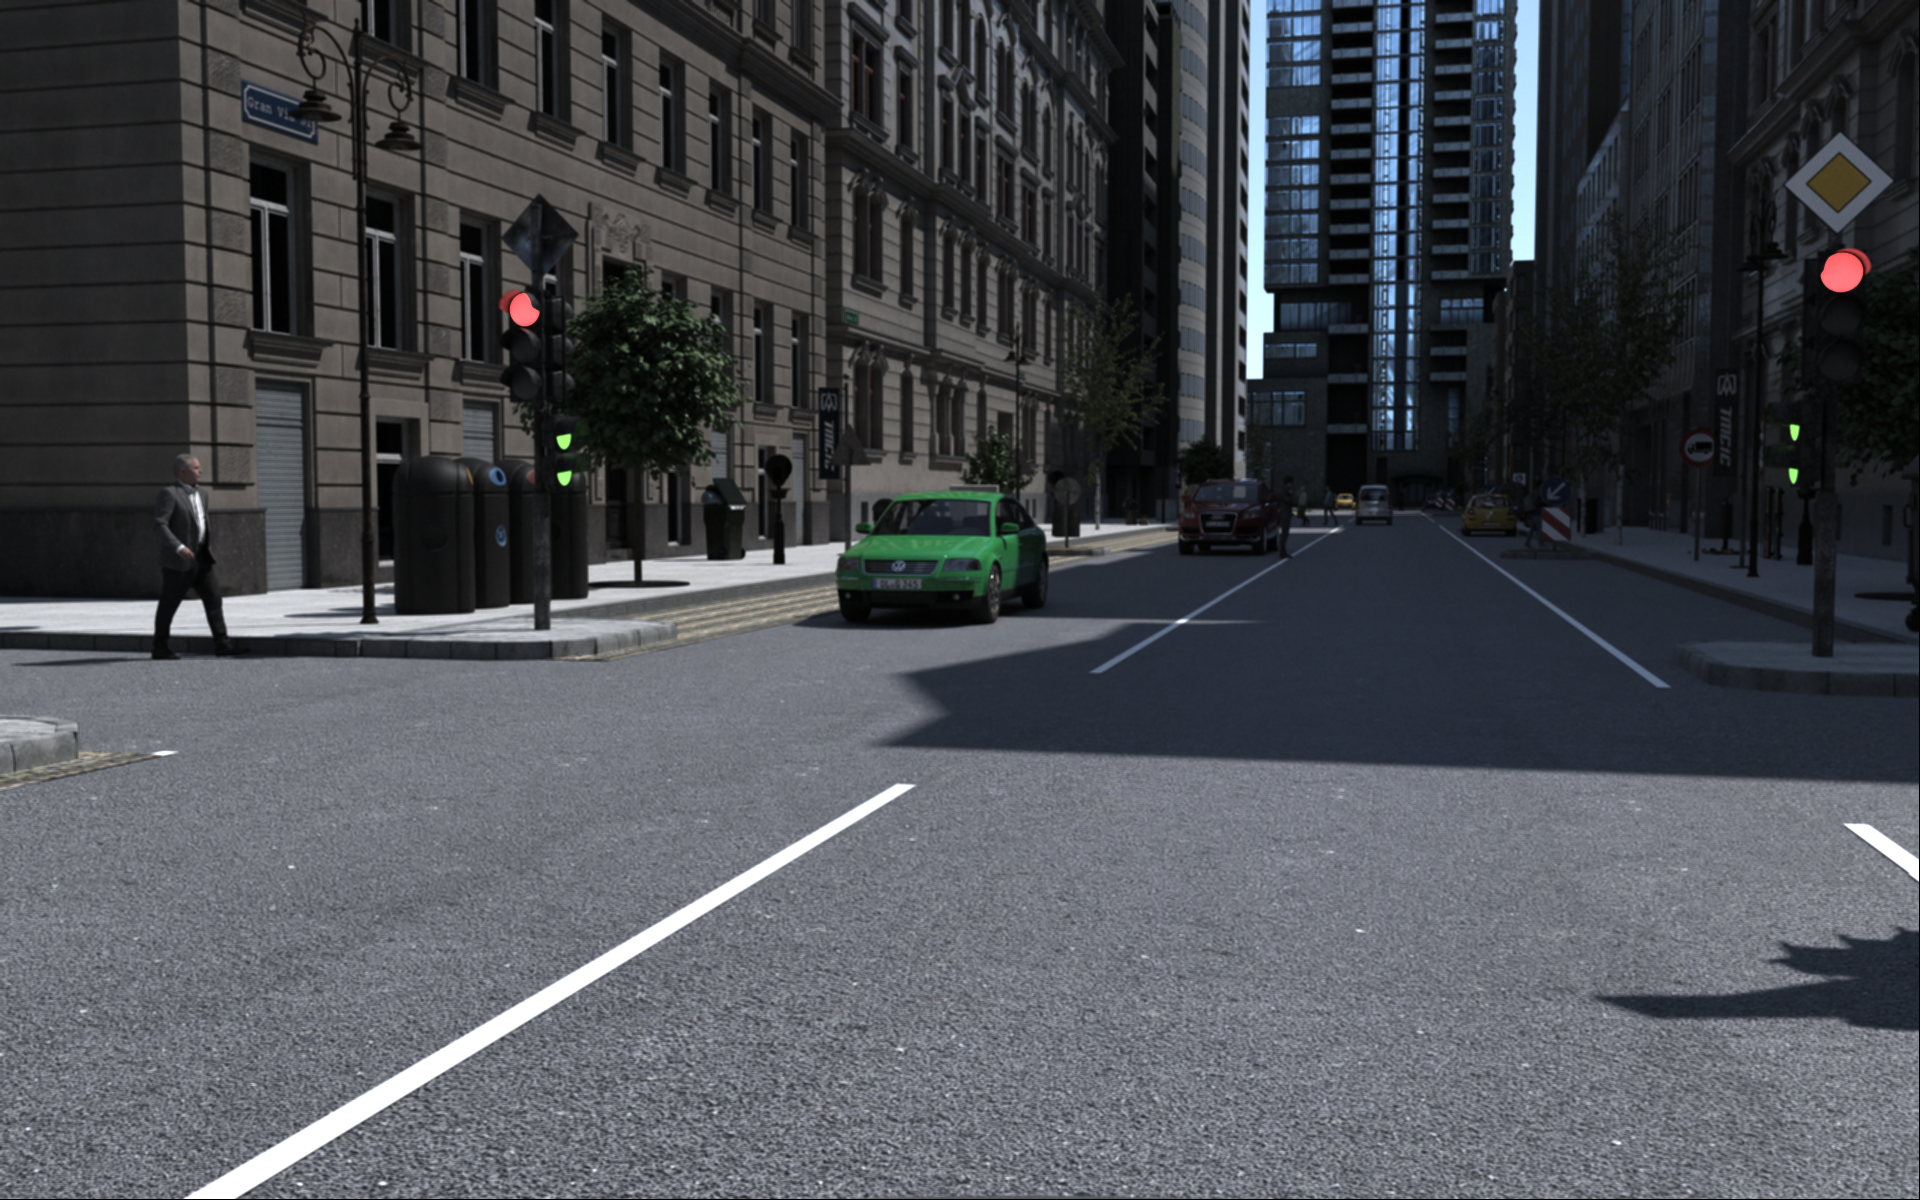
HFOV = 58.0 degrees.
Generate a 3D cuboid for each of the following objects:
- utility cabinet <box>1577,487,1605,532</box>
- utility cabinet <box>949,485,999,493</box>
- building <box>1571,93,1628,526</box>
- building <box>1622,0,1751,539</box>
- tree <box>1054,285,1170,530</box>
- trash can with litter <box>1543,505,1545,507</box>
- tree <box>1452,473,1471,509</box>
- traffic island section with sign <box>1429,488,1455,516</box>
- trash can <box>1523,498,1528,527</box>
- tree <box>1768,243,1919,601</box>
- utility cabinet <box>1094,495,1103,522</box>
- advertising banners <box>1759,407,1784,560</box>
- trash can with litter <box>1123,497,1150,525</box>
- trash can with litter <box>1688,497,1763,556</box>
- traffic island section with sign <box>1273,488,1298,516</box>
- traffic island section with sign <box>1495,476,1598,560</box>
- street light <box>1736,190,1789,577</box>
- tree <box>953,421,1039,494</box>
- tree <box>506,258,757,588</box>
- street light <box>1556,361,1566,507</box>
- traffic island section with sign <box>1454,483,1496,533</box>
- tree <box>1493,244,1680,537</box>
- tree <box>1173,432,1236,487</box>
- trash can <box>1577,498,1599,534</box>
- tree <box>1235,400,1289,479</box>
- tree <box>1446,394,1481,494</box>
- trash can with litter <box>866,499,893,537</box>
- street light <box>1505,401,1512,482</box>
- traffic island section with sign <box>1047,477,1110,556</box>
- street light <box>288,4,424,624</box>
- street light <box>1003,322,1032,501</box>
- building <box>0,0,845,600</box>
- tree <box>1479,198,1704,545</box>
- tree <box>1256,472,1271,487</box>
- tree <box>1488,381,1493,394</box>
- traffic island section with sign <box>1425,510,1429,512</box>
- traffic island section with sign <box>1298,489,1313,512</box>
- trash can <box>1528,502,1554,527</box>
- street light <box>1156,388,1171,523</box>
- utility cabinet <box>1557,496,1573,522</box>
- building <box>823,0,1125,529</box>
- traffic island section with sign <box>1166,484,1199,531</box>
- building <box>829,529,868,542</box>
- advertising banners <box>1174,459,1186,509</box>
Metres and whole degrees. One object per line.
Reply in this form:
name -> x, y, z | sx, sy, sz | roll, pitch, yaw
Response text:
utility cabinet -> 20.924, -2.984, 57.462 | 1.173, 1.500, 0.318 | -3, 5, -40
utility cabinet -> 0.345, -2.042, 42.067 | 1.173, 1.500, 0.318 | 1, 4, 12
building -> 33.297, -13.530, 75.971 | 10.420, 20.320, 16.860 | 1, 4, 14
building -> 29.700, -14.637, 57.344 | 12.078, 24.808, 19.932 | 1, 4, 14
tree -> 5.151, -6.831, 62.055 | 4.737, 8.622, 4.395 | 0, 3, 0
trash can with litter -> 21.858, -3.235, 64.281 | 1.055, 1.170, 0.624 | 1, 4, 18
tree -> 44.157, -9.684, 152.934 | 1.663, 3.219, 1.824 | 0, 3, 0
traffic island section with sign -> 31.692, -6.352, 112.490 | 1.989, 1.847, 2.006 | 1, 4, 14
trash can -> 22.014, -3.360, 66.590 | 0.748, 1.137, 0.748 | 0, 3, 0
tree -> 11.817, -2.297, 21.263 | 4.285, 4.588, 4.351 | 0, 3, 0
utility cabinet -> 6.282, -4.129, 78.674 | 0.306, 1.237, 1.020 | 1, 4, 12
advertising banners -> 16.024, -2.330, 34.280 | 0.090, 3.025, 2.074 | 1, 4, 13
trash can with litter -> 7.296, -3.680, 71.554 | 1.055, 1.170, 0.624 | 0, 4, -6
trash can with litter -> 16.562, -1.602, 37.248 | 1.678, 1.210, 2.233 | 1, 4, 20
traffic island section with sign -> 21.245, -6.525, 115.310 | 1.989, 1.847, 2.006 | 1, 4, 14
traffic island section with sign -> 13.154, -1.844, 38.771 | 1.989, 1.847, 2.006 | 1, 4, 14
street light -> 12.290, -3.295, 26.669 | 0.468, 5.910, 1.993 | 1, 4, 14
tree -> 0.899, -3.037, 44.249 | 1.663, 3.219, 1.824 | 0, 3, 0
tree -> -4.444, -2.476, 24.200 | 4.285, 4.588, 4.351 | 0, 3, 0
street light -> 19.447, -5.076, 55.781 | 0.468, 5.910, 1.993 | 1, 4, 14
traffic island section with sign -> 19.888, -3.481, 65.537 | 1.989, 1.847, 2.006 | 1, 4, 14
tree -> 18.487, -6.144, 50.820 | 4.360, 8.622, 3.978 | 0, 3, 0
tree -> 12.869, -6.618, 91.923 | 4.285, 4.588, 4.351 | 0, 3, 0
trash can -> 20.253, -2.706, 55.904 | 0.748, 1.137, 0.748 | 0, 3, 0
tree -> 23.403, -11.323, 135.488 | 4.360, 8.622, 3.978 | 0, 3, 0
tree -> 37.239, -10.689, 125.134 | 4.737, 8.622, 4.395 | 0, 3, 0
trash can with litter -> -1.904, -1.904, 42.523 | 0.624, 1.170, 1.055 | 1, 4, 16
street light -> 26.836, -6.853, 84.834 | 0.468, 5.910, 1.993 | 1, 4, 14
traffic island section with sign -> 2.477, -1.958, 40.636 | 1.989, 1.847, 2.006 | 1, 4, 14
street light -> -5.854, -2.703, 16.986 | 0.468, 5.910, 1.993 | 1, 4, 14
street light -> 1.549, -4.515, 46.601 | 0.468, 5.910, 1.993 | 1, 4, 14
building -> -11.764, -14.431, 33.203 | 12.463, 27.353, 25.104 | 1, 4, 14
tree -> 16.425, -5.692, 43.420 | 4.737, 8.622, 4.395 | 0, 3, 0
tree -> 24.624, -8.939, 140.762 | 1.663, 3.219, 1.824 | 0, 3, 0
tree -> 24.401, -7.498, 72.948 | 4.360, 8.622, 3.978 | 0, 3, 0
traffic island section with sign -> 38.416, -7.987, 139.221 | 1.989, 1.847, 2.006 | 1, 4, 14
traffic island section with sign -> 27.813, -8.124, 141.456 | 1.989, 1.847, 2.006 | 1, 4, 14
trash can -> 20.453, -2.981, 60.387 | 0.748, 1.137, 0.748 | 0, 3, 0
street light -> 8.914, -6.299, 75.775 | 0.468, 5.910, 1.993 | 1, 4, 14
utility cabinet -> 28.210, -4.262, 80.848 | 0.306, 1.237, 1.020 | -1, 4, -10
building -> -0.972, -17.934, 80.610 | 14.401, 28.519, 23.554 | 1, 4, 14
traffic island section with sign -> 9.048, -3.557, 66.781 | 1.989, 1.847, 2.006 | 1, 4, 14
building -> -6.351, -16.518, 57.457 | 14.401, 28.519, 23.554 | 1, 4, 14
advertising banners -> 11.384, -5.507, 86.227 | 2.074, 3.025, 0.090 | -3, 4, -37
